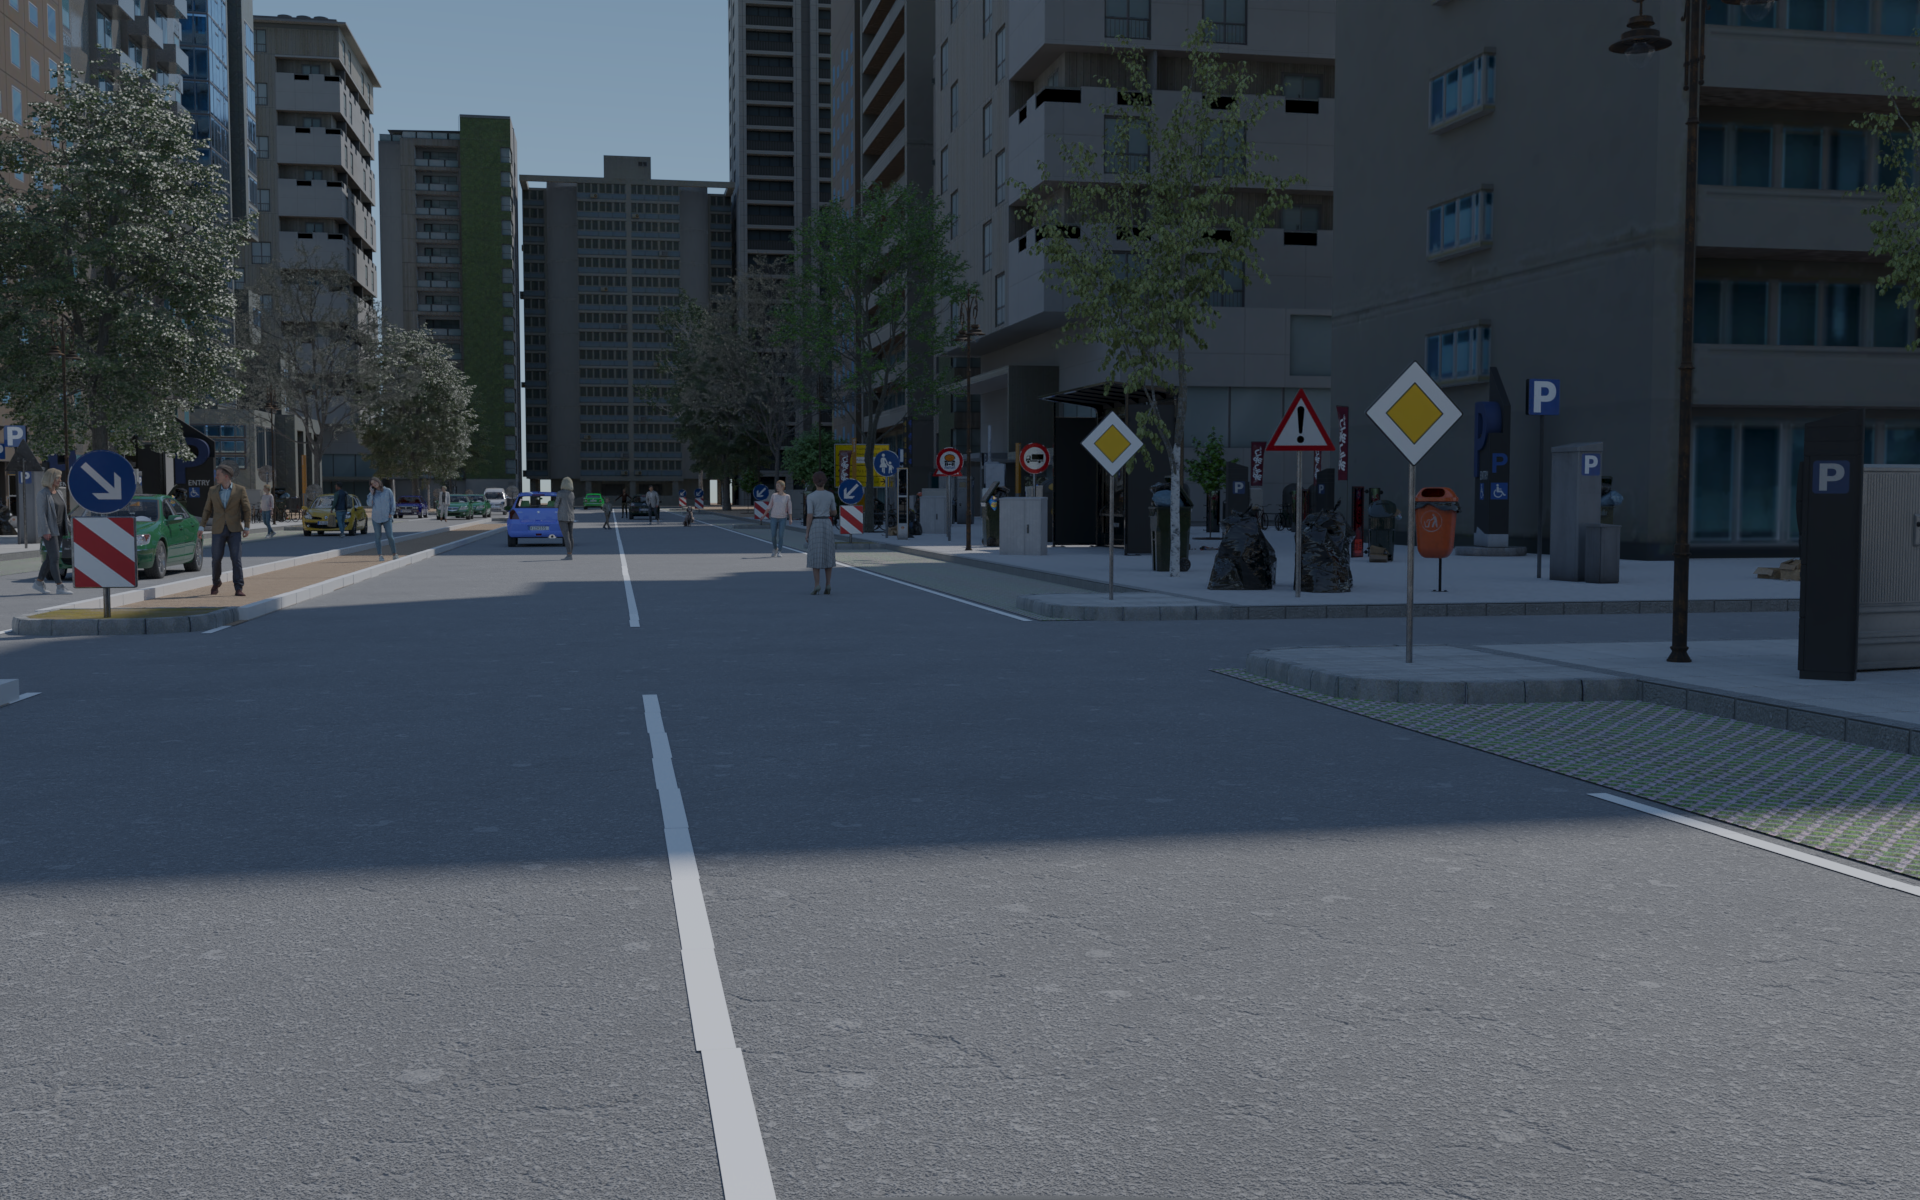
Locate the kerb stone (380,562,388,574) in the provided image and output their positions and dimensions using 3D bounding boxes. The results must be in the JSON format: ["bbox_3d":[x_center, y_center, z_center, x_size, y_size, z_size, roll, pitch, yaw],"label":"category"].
[{"bbox_3d":[-10.443,-0.546,31.118,0.120,0.150,1.000,-1,4,-11],"label":"kerb stone"}]

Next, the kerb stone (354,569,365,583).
[{"bbox_3d":[-9.823,-0.361,28.090,0.120,0.150,1.000,-1,4,-11],"label":"kerb stone"}]

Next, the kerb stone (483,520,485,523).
[{"bbox_3d":[-23.264,-3.777,83.970,0.120,0.150,1.000,-1,4,-11],"label":"kerb stone"}]

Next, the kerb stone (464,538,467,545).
[{"bbox_3d":[-13.894,-1.588,48.217,0.120,0.150,1.000,-1,4,-11],"label":"kerb stone"}]

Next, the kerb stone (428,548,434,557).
[{"bbox_3d":[-12.060,-1.038,39.166,0.120,0.150,1.000,-1,4,-11],"label":"kerb stone"}]

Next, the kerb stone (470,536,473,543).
[{"bbox_3d":[-14.300,-1.715,50.235,0.120,0.150,1.000,-1,4,-11],"label":"kerb stone"}]

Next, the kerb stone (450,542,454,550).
[{"bbox_3d":[-13.086,-1.345,44.190,0.120,0.150,1.000,-1,4,-11],"label":"kerb stone"}]

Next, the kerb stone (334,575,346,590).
[{"bbox_3d":[-9.429,-0.237,26.075,0.120,0.150,1.000,-1,4,-11],"label":"kerb stone"}]

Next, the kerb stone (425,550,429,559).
[{"bbox_3d":[-11.867,-0.977,38.162,0.120,0.150,1.000,-1,4,-11],"label":"kerb stone"}]

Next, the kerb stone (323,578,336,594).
[{"bbox_3d":[-9.212,-0.176,25.076,0.120,0.150,1.000,-1,4,-11],"label":"kerb stone"}]

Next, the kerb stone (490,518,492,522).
[{"bbox_3d":[-24.284,-4.085,88.993,0.120,0.150,1.000,-1,4,-11],"label":"kerb stone"}]

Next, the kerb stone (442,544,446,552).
[{"bbox_3d":[-12.679,-1.222,42.170,0.120,0.150,1.000,-1,4,-11],"label":"kerb stone"}]

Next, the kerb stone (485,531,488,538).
[{"bbox_3d":[-15.526,-2.084,56.269,0.120,0.150,1.000,-1,4,-11],"label":"kerb stone"}]

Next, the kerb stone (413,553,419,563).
[{"bbox_3d":[-11.456,-0.854,36.159,0.120,0.150,1.000,-1,4,-11],"label":"kerb stone"}]

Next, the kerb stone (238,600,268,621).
[{"bbox_3d":[-8.206,0.131,20.053,0.120,0.150,1.000,-1,4,-11],"label":"kerb stone"}]

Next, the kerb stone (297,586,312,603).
[{"bbox_3d":[-8.810,-0.050,23.070,0.120,0.150,1.000,-1,4,-11],"label":"kerb stone"}]

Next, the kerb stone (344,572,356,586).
[{"bbox_3d":[-9.628,-0.299,27.086,0.120,0.150,1.000,-1,4,-11],"label":"kerb stone"}]

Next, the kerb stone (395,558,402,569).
[{"bbox_3d":[-10.848,-0.669,33.132,0.120,0.150,1.000,-1,4,-11],"label":"kerb stone"}]

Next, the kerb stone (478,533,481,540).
[{"bbox_3d":[-14.912,-1.900,53.257,0.120,0.150,1.000,-1,4,-11],"label":"kerb stone"}]

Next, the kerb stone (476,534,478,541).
[{"bbox_3d":[-14.719,-1.837,52.249,0.120,0.150,1.000,-1,4,-11],"label":"kerb stone"}]

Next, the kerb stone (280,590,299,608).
[{"bbox_3d":[-8.610,0.008,22.064,0.120,0.150,1.000,-1,4,-11],"label":"kerb stone"}]

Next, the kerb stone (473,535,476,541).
[{"bbox_3d":[-14.510,-1.776,51.243,0.120,0.150,1.000,-1,4,-11],"label":"kerb stone"}]

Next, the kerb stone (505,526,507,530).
[{"bbox_3d":[-17.551,-2.700,66.338,0.120,0.150,1.000,-1,4,-11],"label":"kerb stone"}]

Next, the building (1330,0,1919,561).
[{"bbox_3d":[21.338,-25.715,44.150,21.600,48.544,21.300,-1,4,-11],"label":"building"}]

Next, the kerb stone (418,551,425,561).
[{"bbox_3d":[-11.659,-0.915,37.161,0.120,0.150,1.000,-1,4,-11],"label":"kerb stone"}]

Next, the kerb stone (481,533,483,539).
[{"bbox_3d":[-15.114,-1.961,54.260,0.120,0.150,1.000,-1,4,-11],"label":"kerb stone"}]

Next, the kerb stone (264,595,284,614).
[{"bbox_3d":[-8.410,0.071,21.055,0.120,0.150,1.000,-1,4,-11],"label":"kerb stone"}]

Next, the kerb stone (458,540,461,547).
[{"bbox_3d":[-13.495,-1.468,46.208,0.120,0.150,1.000,-1,4,-11],"label":"kerb stone"}]

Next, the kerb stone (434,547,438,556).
[{"bbox_3d":[-12.268,-1.099,40.167,0.120,0.150,1.000,-1,4,-11],"label":"kerb stone"}]

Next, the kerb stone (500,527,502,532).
[{"bbox_3d":[-16.948,-2.516,63.325,0.120,0.150,1.000,-1,4,-11],"label":"kerb stone"}]

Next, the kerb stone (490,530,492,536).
[{"bbox_3d":[-15.930,-2.208,58.293,0.120,0.150,1.000,-1,4,-11],"label":"kerb stone"}]

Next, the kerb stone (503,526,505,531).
[{"bbox_3d":[-17.353,-2.639,65.335,0.120,0.150,1.000,-1,4,-11],"label":"kerb stone"}]

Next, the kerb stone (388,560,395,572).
[{"bbox_3d":[-10.645,-0.607,32.126,0.120,0.150,1.000,-1,4,-11],"label":"kerb stone"}]

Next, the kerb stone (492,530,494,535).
[{"bbox_3d":[-16.139,-2.269,59.296,0.120,0.150,1.000,-1,4,-11],"label":"kerb stone"}]

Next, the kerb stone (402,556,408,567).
[{"bbox_3d":[-11.049,-0.726,34.136,0.120,0.150,1.000,-1,4,-11],"label":"kerb stone"}]

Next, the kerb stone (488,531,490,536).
[{"bbox_3d":[-15.724,-2.146,57.289,0.120,0.150,1.000,-1,4,-11],"label":"kerb stone"}]

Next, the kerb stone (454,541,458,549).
[{"bbox_3d":[-13.287,-1.402,45.208,0.120,0.150,1.000,-1,4,-11],"label":"kerb stone"}]

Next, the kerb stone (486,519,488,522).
[{"bbox_3d":[-23.675,-3.901,85.980,0.120,0.150,1.000,-1,4,-11],"label":"kerb stone"}]

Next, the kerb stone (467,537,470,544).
[{"bbox_3d":[-14.099,-1.653,49.233,0.120,0.150,1.000,-1,4,-11],"label":"kerb stone"}]

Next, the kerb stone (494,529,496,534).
[{"bbox_3d":[-16.336,-2.329,60.309,0.120,0.150,1.000,-1,4,-11],"label":"kerb stone"}]

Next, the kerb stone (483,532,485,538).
[{"bbox_3d":[-15.325,-2.019,55.261,0.120,0.150,1.000,-1,4,-11],"label":"kerb stone"}]

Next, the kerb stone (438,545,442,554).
[{"bbox_3d":[-12.476,-1.159,41.168,0.120,0.150,1.000,-1,4,-11],"label":"kerb stone"}]

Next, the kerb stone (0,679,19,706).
[{"bbox_3d":[-6.490,0.653,11.519,0.120,0.150,1.000,-1,4,-11],"label":"kerb stone"}]

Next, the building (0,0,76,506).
[{"bbox_3d":[-48.577,-25.998,75.172,14.600,45.320,14.200,-1,4,-11],"label":"building"}]

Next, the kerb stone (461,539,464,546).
[{"bbox_3d":[-13.688,-1.530,47.215,0.120,0.150,1.000,-1,4,-11],"label":"kerb stone"}]

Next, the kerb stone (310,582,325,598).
[{"bbox_3d":[-9.012,-0.115,24.072,0.120,0.150,1.000,-1,4,-11],"label":"kerb stone"}]

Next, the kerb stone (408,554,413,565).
[{"bbox_3d":[-11.265,-0.790,35.154,0.120,0.150,1.000,-1,4,-11],"label":"kerb stone"}]

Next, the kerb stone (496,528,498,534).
[{"bbox_3d":[-16.548,-2.393,61.320,0.120,0.150,1.000,-1,4,-11],"label":"kerb stone"}]

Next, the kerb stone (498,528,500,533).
[{"bbox_3d":[-16.742,-2.452,62.324,0.120,0.150,1.000,-1,4,-11],"label":"kerb stone"}]

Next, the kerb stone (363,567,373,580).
[{"bbox_3d":[-10.031,-0.422,29.103,0.120,0.150,1.000,-1,4,-11],"label":"kerb stone"}]

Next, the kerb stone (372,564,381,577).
[{"bbox_3d":[-10.234,-0.484,30.114,0.120,0.150,1.000,-1,4,-11],"label":"kerb stone"}]

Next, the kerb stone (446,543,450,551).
[{"bbox_3d":[-12.883,-1.283,43.172,0.120,0.150,1.000,-1,4,-11],"label":"kerb stone"}]
